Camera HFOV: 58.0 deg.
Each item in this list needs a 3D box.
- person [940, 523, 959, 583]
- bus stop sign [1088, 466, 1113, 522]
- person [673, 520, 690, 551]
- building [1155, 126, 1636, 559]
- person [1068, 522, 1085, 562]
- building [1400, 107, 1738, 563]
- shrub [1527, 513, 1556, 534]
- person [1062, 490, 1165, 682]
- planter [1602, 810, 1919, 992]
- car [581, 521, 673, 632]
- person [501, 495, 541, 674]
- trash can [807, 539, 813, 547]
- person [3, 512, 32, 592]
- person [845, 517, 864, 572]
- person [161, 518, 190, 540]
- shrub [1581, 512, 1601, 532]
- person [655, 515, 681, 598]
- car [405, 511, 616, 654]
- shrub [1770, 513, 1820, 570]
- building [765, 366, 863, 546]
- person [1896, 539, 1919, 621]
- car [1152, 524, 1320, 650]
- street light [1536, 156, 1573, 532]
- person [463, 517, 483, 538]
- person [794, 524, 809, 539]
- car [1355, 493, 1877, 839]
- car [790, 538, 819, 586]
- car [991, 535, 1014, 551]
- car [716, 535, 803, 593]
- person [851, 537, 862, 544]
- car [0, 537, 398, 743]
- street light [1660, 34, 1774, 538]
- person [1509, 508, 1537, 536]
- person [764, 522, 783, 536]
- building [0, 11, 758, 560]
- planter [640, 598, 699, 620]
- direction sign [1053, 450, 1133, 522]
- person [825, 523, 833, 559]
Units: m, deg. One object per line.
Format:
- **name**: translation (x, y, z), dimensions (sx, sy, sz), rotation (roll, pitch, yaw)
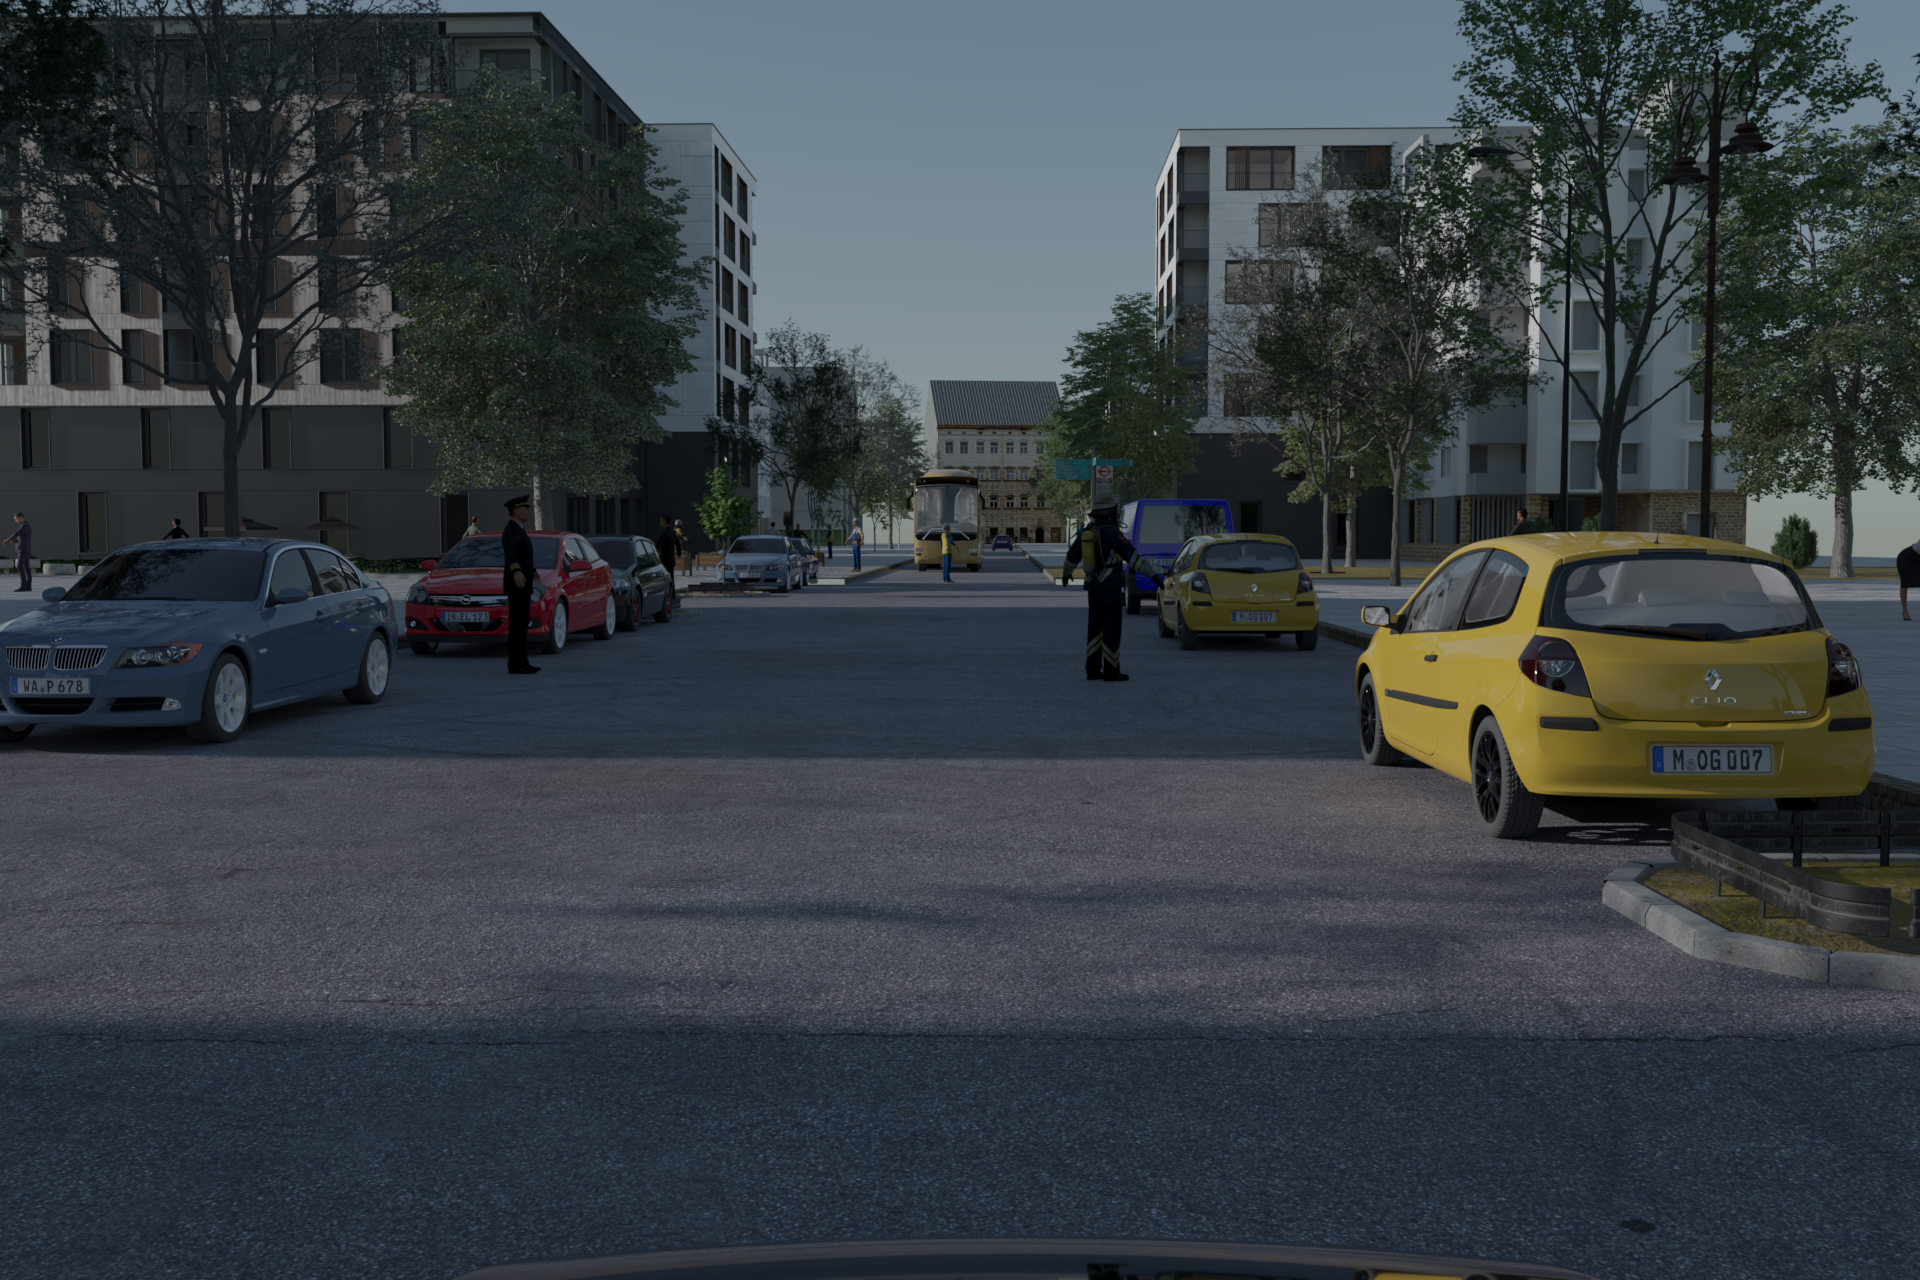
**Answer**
- **person**: translation (-0.301, -2.590, 51.264), dimensions (0.721, 1.772, 1.216), rotation (-1, 4, -22)
- **bus stop sign**: translation (4.936, -4.416, 60.911), dimensions (0.855, 3.939, 0.416), rotation (0, 4, 1)
- **person**: translation (-11.147, -3.852, 68.747), dimensions (0.705, 1.858, 1.354), rotation (-3, 5, -41)
- **building**: translation (25.424, -15.878, 103.577), dimensions (27.936, 21.610, 32.646), rotation (0, 4, 2)
- **person**: translation (5.599, -4.476, 79.303), dimensions (1.347, 1.817, 0.704), rotation (-1, 4, -15)
- **building**: translation (26.531, -13.877, 83.315), dimensions (16.016, 20.090, 11.380), rotation (0, 4, 2)
- **shrub**: translation (21.917, -3.771, 65.702), dimensions (1.661, 2.075, 1.752), rotation (0, 3, 0)
- **person**: translation (1.435, -0.533, 16.952), dimensions (0.705, 1.856, 1.354), rotation (-3, 5, -41)
- **planter**: translation (3.484, 0.906, 6.327), dimensions (1.991, 0.319, 1.994), rotation (0, 4, 1)
- **car**: translation (-5.576, -1.034, 26.700), dimensions (2.009, 1.686, 4.222), rotation (0, 4, 1)
- **person**: translation (-4.519, -0.579, 17.857), dimensions (0.705, 1.837, 1.347), rotation (0, 4, -7)
- **trash can**: translation (-4.931, -2.592, 54.031), dimensions (0.748, 1.137, 0.748), rotation (0, 3, 0)
- **person**: translation (-20.986, -1.963, 38.584), dimensions (0.568, 1.767, 0.683), rotation (-2, 4, -26)
- **person**: translation (-3.549, -3.257, 59.105), dimensions (0.705, 1.847, 1.347), rotation (-2, 4, -30)
- **person**: translation (-22.754, -2.659, 50.193), dimensions (0.721, 1.740, 1.216), rotation (1, 4, 22)
- **shrub**: translation (22.654, -3.518, 61.567), dimensions (1.661, 2.075, 1.752), rotation (0, 3, 0)
- **person**: translation (-5.686, -1.515, 33.459), dimensions (0.704, 1.802, 1.346), rotation (1, 4, 20)
- **car**: translation (-5.637, -0.795, 22.036), dimensions (2.155, 1.783, 4.494), rotation (0, 4, 1)
- **shrub**: translation (29.784, -3.531, 61.781), dimensions (1.661, 2.075, 1.752), rotation (0, 3, 0)
- **building**: translation (-20.666, -20.314, 198.597), dimensions (16.747, 18.905, 31.486), rotation (0, 4, 1)
- **person**: translation (14.211, -0.994, 25.483), dimensions (0.799, 1.438, 0.628), rotation (3, 4, 36)
- **car**: translation (3.579, -0.768, 22.778), dimensions (2.015, 1.641, 3.980), rotation (0, 4, 1)
- **street light**: translation (7.846, -2.955, 20.859), dimensions (1.470, 5.913, 1.316), rotation (0, 4, 1)
- **person**: translation (-14.384, -2.766, 51.497), dimensions (1.348, 1.796, 0.705), rotation (2, 4, 32)
- **person**: translation (-8.161, -4.975, 87.482), dimensions (1.346, 1.812, 0.704), rotation (-3, 4, -36)
- **car**: translation (3.349, 0.040, 9.565), dimensions (2.015, 1.641, 3.980), rotation (0, 4, 1)
- **car**: translation (-5.011, -2.223, 48.930), dimensions (1.945, 1.354, 3.894), rotation (0, 4, 1)
- **car**: translation (3.583, -8.206, 146.753), dimensions (1.945, 1.354, 3.894), rotation (0, 4, 0)
- **car**: translation (-5.005, -1.940, 43.729), dimensions (2.014, 1.417, 4.499), rotation (0, 4, 1)
- **person**: translation (-5.212, -4.816, 88.002), dimensions (0.599, 1.433, 0.991), rotation (-3, 4, -38)
- **car**: translation (-5.823, -0.086, 13.412), dimensions (2.014, 1.417, 4.499), rotation (0, 4, 2)
- **street light**: translation (7.224, -2.686, 16.701), dimensions (0.468, 5.910, 1.993), rotation (0, 4, 1)
- **person**: translation (11.633, -1.826, 35.918), dimensions (1.348, 1.821, 0.705), rotation (-2, 4, -34)
- **person**: translation (-8.030, -4.184, 74.589), dimensions (1.347, 1.806, 0.705), rotation (1, 4, 22)
- **building**: translation (-26.277, -14.731, 84.824), dimensions (27.936, 21.610, 32.646), rotation (0, 4, 2)
- **planter**: translation (-5.593, -0.542, 29.995), dimensions (1.991, 0.319, 1.994), rotation (0, 4, 1)
- **direction sign**: translation (4.222, -4.023, 54.532), dimensions (2.525, 3.948, 1.411), rotation (0, 3, 0)
- **person**: translation (-6.725, -5.088, 89.151), dimensions (0.705, 1.833, 1.349), rotation (0, 4, 7)
